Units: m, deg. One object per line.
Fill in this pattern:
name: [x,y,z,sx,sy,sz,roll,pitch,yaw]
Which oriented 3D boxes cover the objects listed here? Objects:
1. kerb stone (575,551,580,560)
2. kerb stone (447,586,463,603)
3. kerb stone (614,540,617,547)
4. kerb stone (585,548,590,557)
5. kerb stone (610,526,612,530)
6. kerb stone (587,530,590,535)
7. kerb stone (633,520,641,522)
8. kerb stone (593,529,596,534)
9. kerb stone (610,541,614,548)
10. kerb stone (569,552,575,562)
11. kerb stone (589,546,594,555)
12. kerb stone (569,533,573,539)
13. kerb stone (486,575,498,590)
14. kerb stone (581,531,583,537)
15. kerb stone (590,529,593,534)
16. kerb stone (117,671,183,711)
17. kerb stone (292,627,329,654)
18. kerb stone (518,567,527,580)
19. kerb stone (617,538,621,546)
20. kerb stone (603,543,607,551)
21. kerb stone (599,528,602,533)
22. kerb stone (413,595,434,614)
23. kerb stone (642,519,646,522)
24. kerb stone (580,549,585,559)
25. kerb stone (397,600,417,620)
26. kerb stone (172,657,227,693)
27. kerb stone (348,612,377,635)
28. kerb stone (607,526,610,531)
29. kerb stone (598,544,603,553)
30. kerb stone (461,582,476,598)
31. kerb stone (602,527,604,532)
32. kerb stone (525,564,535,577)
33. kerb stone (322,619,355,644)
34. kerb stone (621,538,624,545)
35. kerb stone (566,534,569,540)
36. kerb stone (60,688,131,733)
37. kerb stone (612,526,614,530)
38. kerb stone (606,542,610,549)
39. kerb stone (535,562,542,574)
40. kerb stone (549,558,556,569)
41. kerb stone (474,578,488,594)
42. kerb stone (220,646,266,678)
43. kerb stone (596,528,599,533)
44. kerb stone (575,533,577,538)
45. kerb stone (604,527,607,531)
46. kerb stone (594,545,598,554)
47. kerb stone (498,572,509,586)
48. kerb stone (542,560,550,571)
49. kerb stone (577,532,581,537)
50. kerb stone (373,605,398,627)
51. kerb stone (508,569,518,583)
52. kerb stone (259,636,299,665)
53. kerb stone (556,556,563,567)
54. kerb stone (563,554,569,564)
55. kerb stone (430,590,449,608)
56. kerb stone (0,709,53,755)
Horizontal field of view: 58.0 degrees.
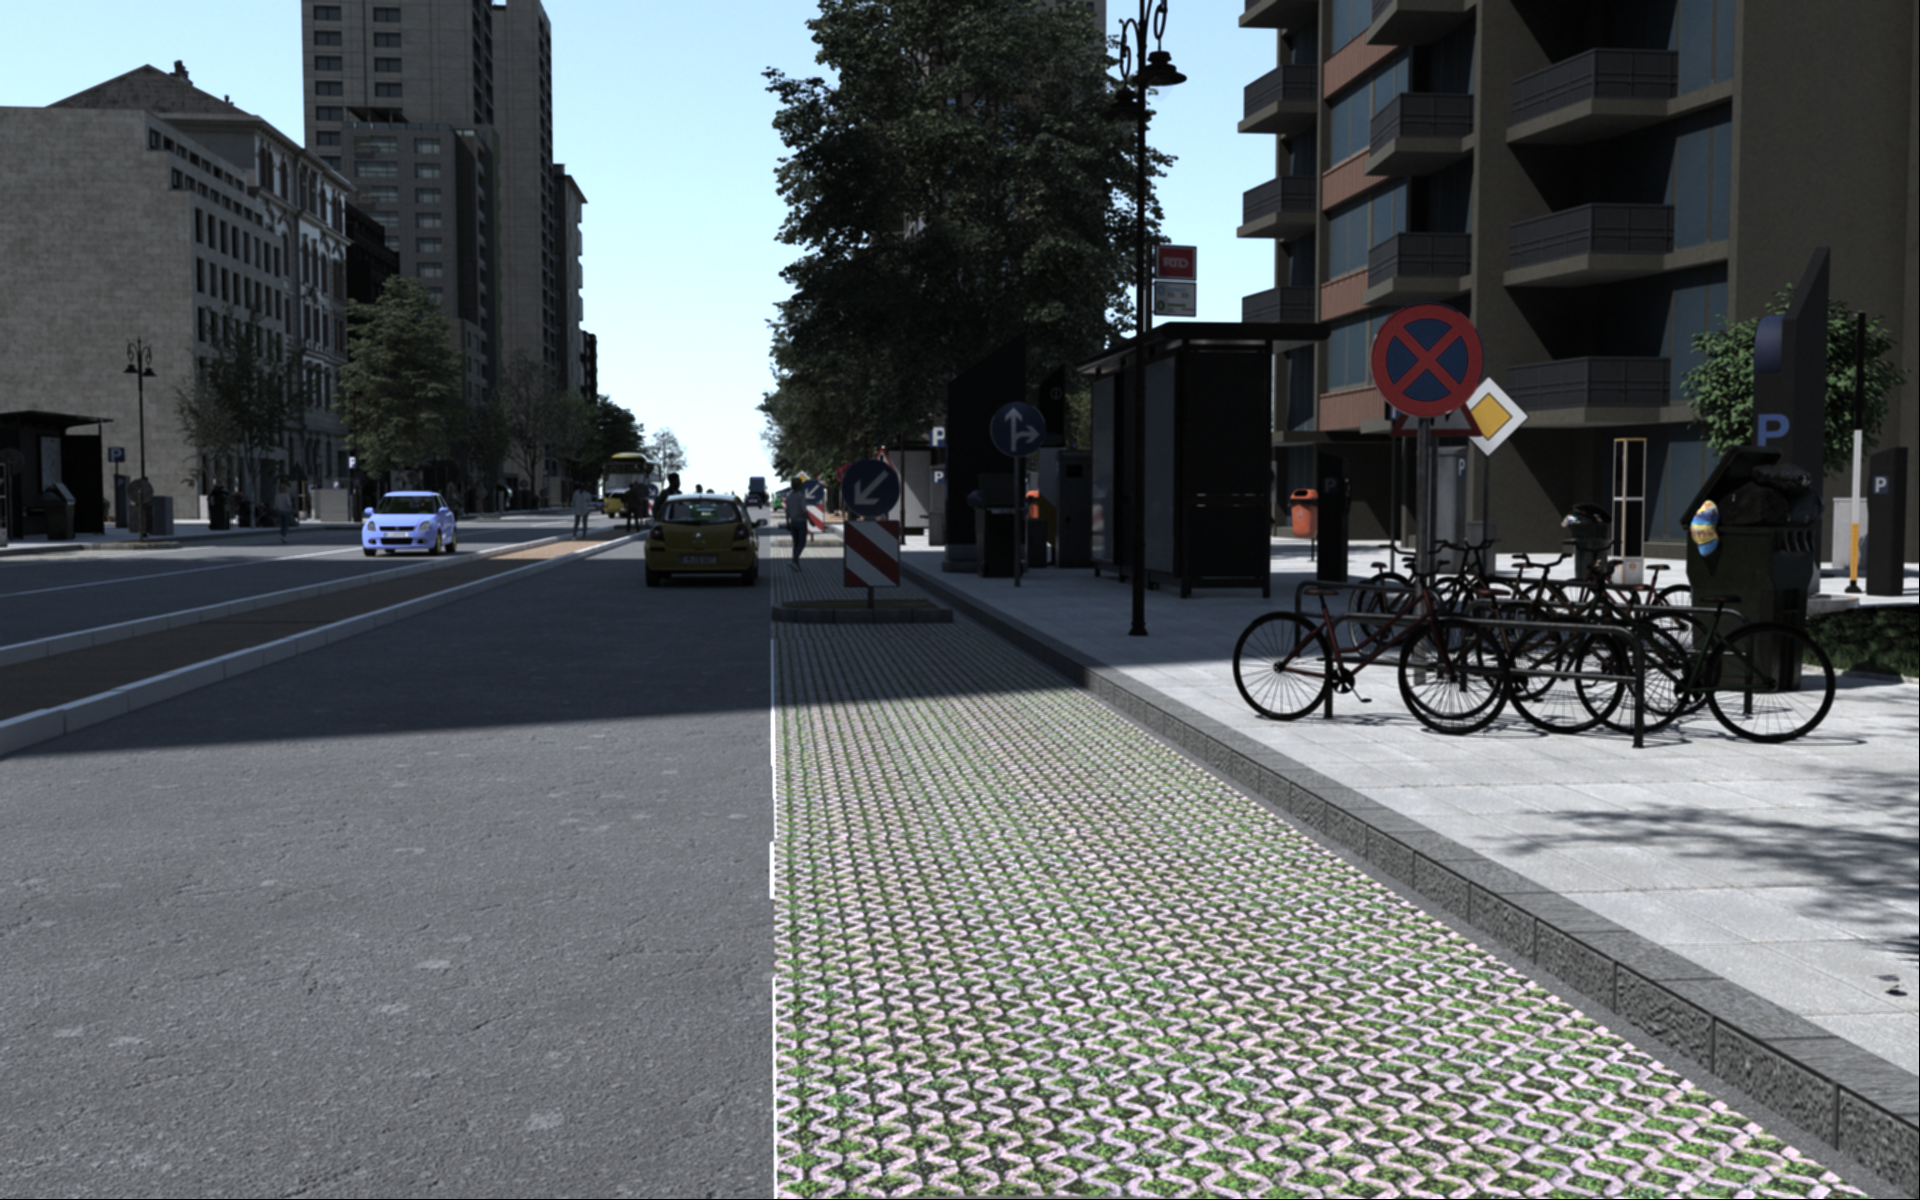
kerb stone: [-8.370,-0.927,37.355,0.120,0.150,1.000,0,4,-6]
kerb stone: [-6.812,-0.055,23.089,0.120,0.150,1.000,0,4,-6]
kerb stone: [-9.380,-1.488,46.530,0.120,0.150,1.000,0,4,-6]
kerb stone: [-8.590,-1.053,39.406,0.120,0.150,1.000,0,4,-6]
kerb stone: [-13.808,-2.785,67.724,0.120,0.150,1.000,0,4,-6]
kerb stone: [-12.918,-2.285,59.561,0.120,0.150,1.000,0,4,-6]
kerb stone: [-15.531,-3.748,83.499,0.120,0.150,1.000,0,4,-6]
kerb stone: [-13.144,-2.411,61.613,0.120,0.150,1.000,0,4,-6]
kerb stone: [-9.262,-1.426,45.515,0.120,0.150,1.000,0,4,-6]
kerb stone: [-8.253,-0.863,36.339,0.120,0.150,1.000,0,4,-6]
kerb stone: [-8.707,-1.113,40.422,0.120,0.150,1.000,0,4,-6]
kerb stone: [-12.346,-1.970,54.448,0.120,0.150,1.000,0,4,-6]
kerb stone: [-7.152,-0.242,26.152,0.120,0.150,1.000,0,4,-6]
kerb stone: [-12.690,-2.160,57.519,0.120,0.150,1.000,0,4,-6]
kerb stone: [-13.028,-2.348,60.586,0.120,0.150,1.000,0,4,-6]
kerb stone: [-5.583,0.634,11.887,0.120,0.150,1.000,0,4,-6]
kerb stone: [-6.035,0.383,15.966,0.120,0.150,1.000,0,4,-6]
kerb stone: [-7.482,-0.428,29.211,0.120,0.150,1.000,0,4,-6]
kerb stone: [-9.488,-1.547,47.550,0.120,0.150,1.000,0,4,-6]
kerb stone: [-9.044,-1.302,43.482,0.120,0.150,1.000,0,4,-6]
kerb stone: [-13.354,-2.536,63.656,0.120,0.150,1.000,0,4,-6]
kerb stone: [-6.590,0.070,21.056,0.120,0.150,1.000,0,4,-6]
kerb stone: [-15.860,-3.936,86.551,0.120,0.150,1.000,0,4,-6]
kerb stone: [-8.486,-0.990,38.389,0.120,0.150,1.000,0,4,-6]
kerb stone: [-6.474,0.132,20.040,0.120,0.150,1.000,0,4,-6]
kerb stone: [-5.703,0.569,12.902,0.120,0.150,1.000,0,4,-6]
kerb stone: [-6.259,0.257,18.002,0.120,0.150,1.000,0,4,-6]
kerb stone: [-13.699,-2.719,66.704,0.120,0.150,1.000,0,4,-6]
kerb stone: [-8.921,-1.237,42.456,0.120,0.150,1.000,0,4,-6]
kerb stone: [-6.920,-0.117,24.105,0.120,0.150,1.000,0,4,-6]
kerb stone: [-13.480,-2.598,64.670,0.120,0.150,1.000,0,4,-6]
kerb stone: [-7.589,-0.491,30.229,0.120,0.150,1.000,0,4,-6]
kerb stone: [-6.144,0.319,16.986,0.120,0.150,1.000,0,4,-6]
kerb stone: [-9.599,-1.612,48.580,0.120,0.150,1.000,0,4,-6]
kerb stone: [-12.246,-1.910,53.431,0.120,0.150,1.000,0,4,-6]
kerb stone: [-5.467,0.701,10.867,0.120,0.150,1.000,0,4,-6]
kerb stone: [-13.916,-2.845,68.747,0.120,0.150,1.000,0,4,-6]
kerb stone: [-9.153,-1.357,44.499,0.120,0.150,1.000,0,4,-6]
kerb stone: [-7.708,-0.554,31.250,0.120,0.150,1.000,0,4,-6]
kerb stone: [-7.928,-0.675,33.283,0.120,0.150,1.000,0,4,-6]
kerb stone: [-7.031,-0.179,25.121,0.120,0.150,1.000,0,4,-6]
kerb stone: [-5.811,0.506,13.921,0.120,0.150,1.000,0,4,-6]
kerb stone: [-13.248,-2.473,62.631,0.120,0.150,1.000,0,4,-6]
kerb stone: [-12.469,-2.031,55.483,0.120,0.150,1.000,0,4,-6]
kerb stone: [-13.588,-2.660,65.688,0.120,0.150,1.000,0,4,-6]
kerb stone: [-8.823,-1.177,41.438,0.120,0.150,1.000,0,4,-6]
kerb stone: [-7.258,-0.304,27.168,0.120,0.150,1.000,0,4,-6]
kerb stone: [-7.813,-0.614,32.267,0.120,0.150,1.000,0,4,-6]
kerb stone: [-12.579,-2.098,56.500,0.120,0.150,1.000,0,4,-6]
kerb stone: [-6.367,0.196,19.023,0.120,0.150,1.000,0,4,-6]
kerb stone: [-7.369,-0.367,28.191,0.120,0.150,1.000,0,4,-6]
kerb stone: [-5.924,0.449,14.938,0.120,0.150,1.000,0,4,-6]
kerb stone: [-8.040,-0.740,34.299,0.120,0.150,1.000,0,4,-6]
kerb stone: [-8.150,-0.803,35.317,0.120,0.150,1.000,0,4,-6]
kerb stone: [-6.704,0.008,22.072,0.120,0.150,1.000,0,4,-6]
kerb stone: [-5.363,0.755,9.849,0.120,0.150,1.000,0,4,-6]
